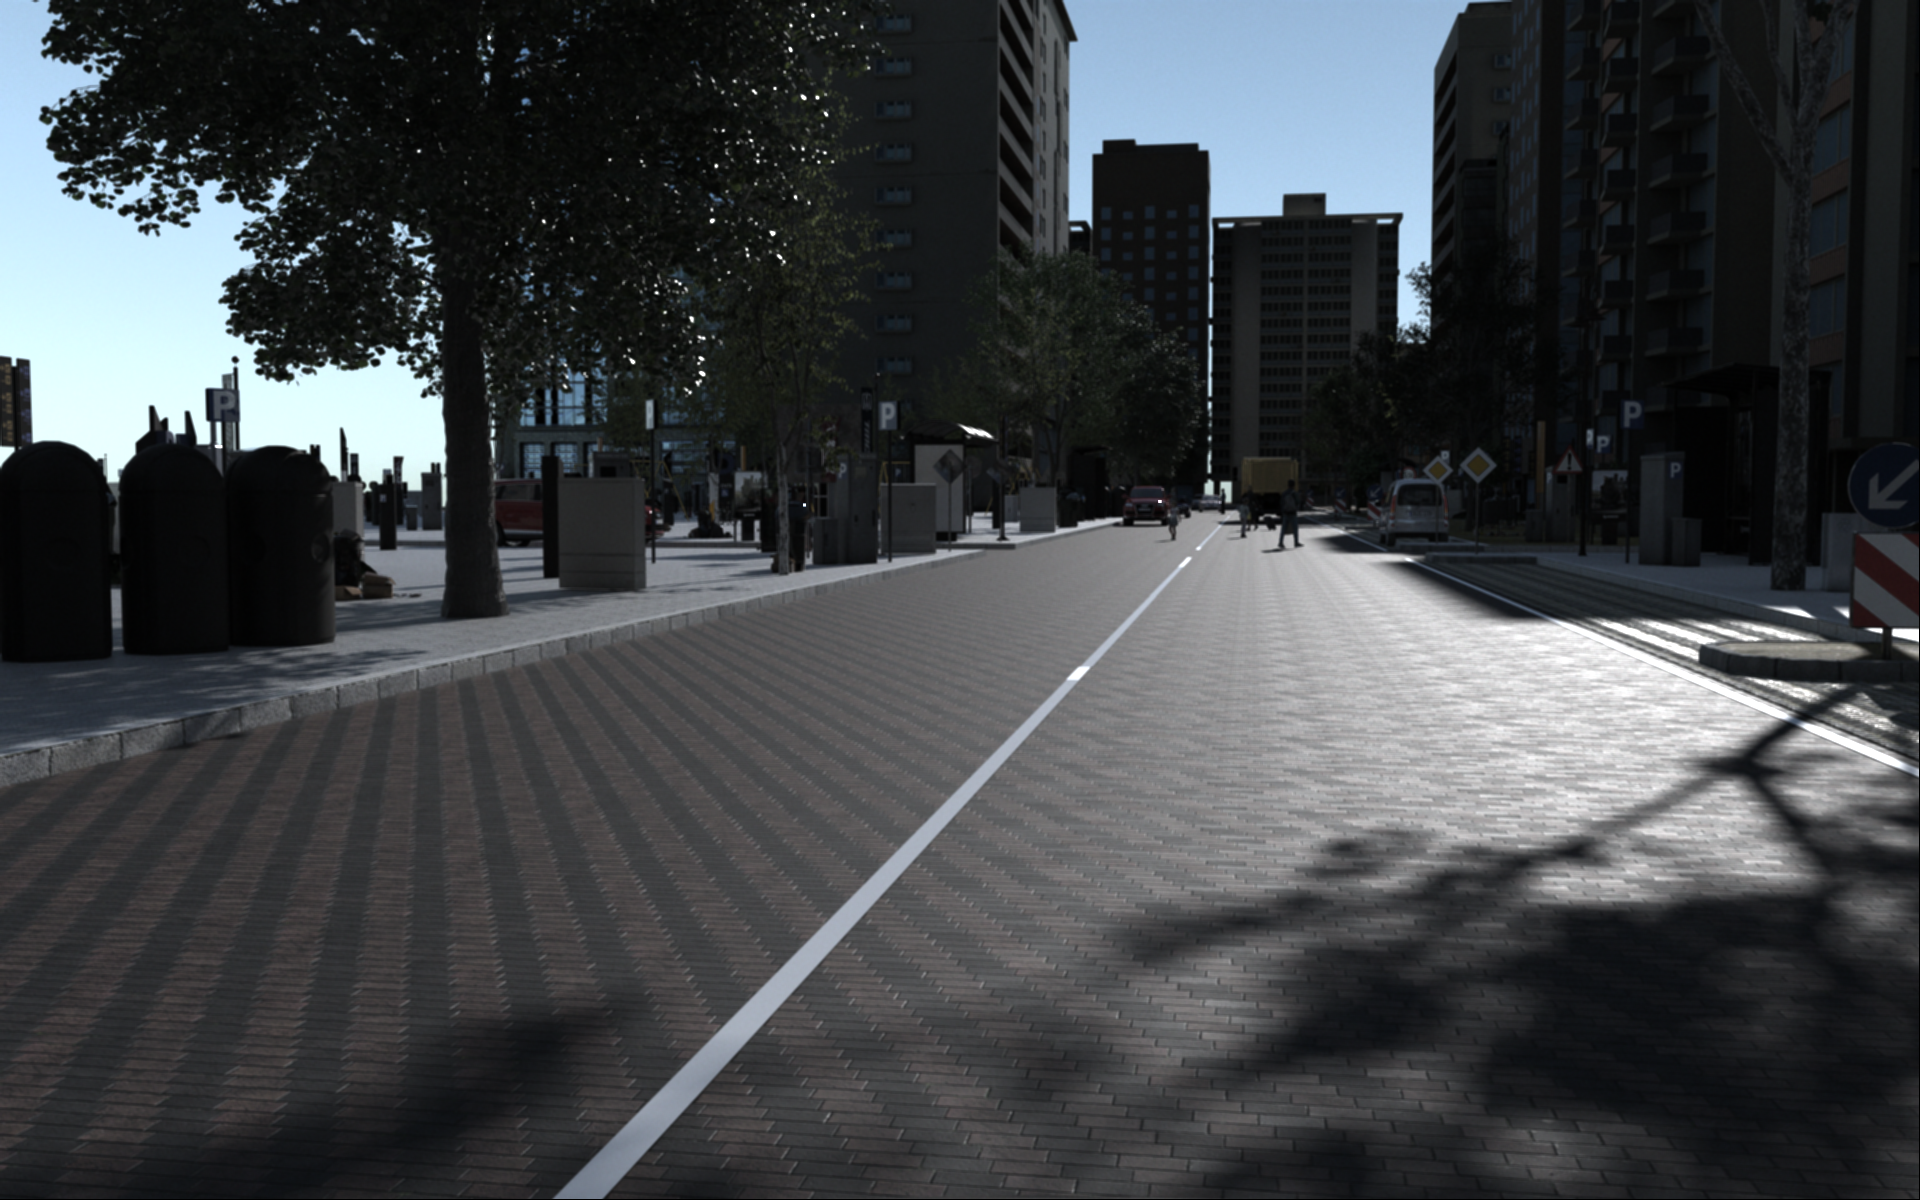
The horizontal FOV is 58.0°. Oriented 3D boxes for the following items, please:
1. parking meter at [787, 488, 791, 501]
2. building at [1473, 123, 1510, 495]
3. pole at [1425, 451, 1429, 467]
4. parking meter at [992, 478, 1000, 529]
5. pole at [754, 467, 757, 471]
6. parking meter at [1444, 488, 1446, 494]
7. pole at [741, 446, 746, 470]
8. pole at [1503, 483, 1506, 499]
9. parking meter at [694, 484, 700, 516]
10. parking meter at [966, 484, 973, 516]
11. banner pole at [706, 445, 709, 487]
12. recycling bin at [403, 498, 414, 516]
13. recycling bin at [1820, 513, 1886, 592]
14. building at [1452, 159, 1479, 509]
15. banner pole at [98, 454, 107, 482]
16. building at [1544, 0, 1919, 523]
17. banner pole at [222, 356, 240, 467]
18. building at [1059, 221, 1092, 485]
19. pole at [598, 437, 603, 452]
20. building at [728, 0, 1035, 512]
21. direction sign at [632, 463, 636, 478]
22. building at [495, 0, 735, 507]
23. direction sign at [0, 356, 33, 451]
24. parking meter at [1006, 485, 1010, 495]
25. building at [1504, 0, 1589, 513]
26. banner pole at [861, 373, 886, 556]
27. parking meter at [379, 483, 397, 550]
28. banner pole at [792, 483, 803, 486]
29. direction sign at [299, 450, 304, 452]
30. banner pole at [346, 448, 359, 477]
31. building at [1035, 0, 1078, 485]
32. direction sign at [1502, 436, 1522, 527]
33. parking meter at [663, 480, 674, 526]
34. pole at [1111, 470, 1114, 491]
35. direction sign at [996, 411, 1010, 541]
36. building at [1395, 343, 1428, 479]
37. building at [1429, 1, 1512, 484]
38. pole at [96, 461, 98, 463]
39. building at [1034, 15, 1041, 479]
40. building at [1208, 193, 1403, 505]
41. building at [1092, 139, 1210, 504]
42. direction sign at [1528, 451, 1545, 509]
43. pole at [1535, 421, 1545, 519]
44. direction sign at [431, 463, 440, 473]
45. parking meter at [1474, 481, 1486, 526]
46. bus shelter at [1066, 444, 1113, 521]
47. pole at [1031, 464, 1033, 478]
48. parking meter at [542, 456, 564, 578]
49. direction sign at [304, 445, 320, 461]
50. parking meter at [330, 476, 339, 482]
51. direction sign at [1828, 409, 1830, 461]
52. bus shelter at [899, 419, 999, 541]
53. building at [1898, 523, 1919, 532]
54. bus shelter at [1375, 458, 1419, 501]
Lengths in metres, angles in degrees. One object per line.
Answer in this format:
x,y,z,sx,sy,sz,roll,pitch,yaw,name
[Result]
-6.788,-3.748,69.693,0.372,1.533,0.369,0,3,0,parking meter
49.208,-22.336,136.898,14.160,30.474,14.107,1,4,9,building
21.927,-5.352,81.344,0.158,3.312,0.155,0,3,0,pole
1.376,-3.573,64.131,0.255,1.863,0.399,1,4,23,parking meter
-14.597,-7.953,123.866,0.158,3.312,0.155,0,3,0,pole
18.306,-3.523,66.012,0.372,1.533,0.369,0,3,0,parking meter
-9.138,-4.851,73.153,0.158,3.312,0.155,0,3,0,pole
34.835,-7.150,110.746,0.158,3.312,0.155,0,3,0,pole
-15.701,-5.976,103.413,0.255,1.863,0.399,-1,4,-16,parking meter
0.567,-5.816,100.802,0.399,1.863,0.255,3,5,43,parking meter
-11.181,-5.342,77.358,0.401,3.779,0.863,1,4,15,banner pole
-33.181,-5.576,103.723,0.722,1.027,0.722,2,4,34,recycling bin
11.817,-0.631,22.870,0.722,1.027,0.722,1,4,18,recycling bin
50.158,-23.200,151.016,14.160,30.474,14.107,1,4,9,building
-53.307,-7.203,107.786,0.401,3.779,0.863,1,4,19,banner pole
47.369,-27.223,99.715,22.147,44.769,28.867,1,4,9,building
-13.309,-2.549,31.698,0.401,3.779,0.863,-3,5,-44,banner pole
6.529,-33.091,232.925,23.993,40.220,32.217,1,4,9,building
-12.965,-4.199,62.495,0.158,3.312,0.155,0,3,0,pole
-6.106,-31.215,134.074,21.300,48.544,21.600,1,4,9,building
-23.644,-8.177,125.687,0.379,3.537,0.876,-2,4,-26,direction sign
-32.860,-53.106,180.952,31.000,86.520,22.319,1,4,9,building
-15.697,-2.254,28.843,0.379,3.537,0.876,0,4,2,direction sign
3.144,-6.618,113.915,0.255,1.863,0.399,0,4,-3,parking meter
46.955,-28.892,122.497,14.600,45.320,14.200,1,4,9,building
-1.841,-2.803,35.838,0.401,3.779,0.863,2,4,27,banner pole
-13.162,-1.922,39.833,0.372,1.533,0.369,0,3,0,parking meter
-8.907,-6.365,94.088,0.863,3.779,0.401,1,4,21,banner pole
-33.567,-5.952,89.312,0.876,3.537,0.379,-2,4,-23,direction sign
-32.996,-6.358,93.972,0.863,3.779,0.401,-3,5,-44,banner pole
-3.324,-35.823,174.944,27.495,52.752,28.713,1,4,9,building
21.479,-4.615,67.446,0.379,3.537,0.876,-2,4,-35,direction sign
-11.782,-3.936,70.063,0.399,1.863,0.255,2,4,25,parking meter
10.655,-7.771,120.892,0.158,3.312,0.155,0,3,0,pole
1.196,-3.417,47.868,0.379,3.537,0.876,1,4,17,direction sign
70.536,-22.986,220.868,28.899,21.520,27.650,1,4,9,building
57.629,-33.262,167.536,21.300,48.544,21.600,1,4,9,building
-53.231,-6.907,106.774,0.158,3.312,0.155,0,3,0,pole
-0.714,-30.661,151.418,14.600,45.320,14.200,1,4,9,building
44.812,-32.716,226.793,23.993,40.220,32.217,1,4,9,building
24.555,-34.935,221.301,14.200,45.320,14.600,1,4,9,building
30.066,-6.018,90.398,0.379,3.537,0.876,-3,5,-44,direction sign
16.238,-3.341,48.471,0.158,3.312,0.155,0,3,0,pole
-37.939,-8.160,125.420,0.379,3.537,0.876,2,4,27,direction sign
20.793,-3.885,69.231,0.399,1.863,0.255,3,5,44,parking meter
6.405,-5.740,85.136,1.731,3.624,6.357,1,4,10,bus shelter
4.797,-7.444,115.553,0.158,3.312,0.155,0,3,0,pole
-6.240,-1.278,26.599,0.255,1.863,0.399,0,4,2,parking meter
-29.606,-5.359,79.611,0.379,3.537,0.876,0,4,7,direction sign
-20.079,-3.048,55.549,0.255,1.863,0.399,0,4,-3,parking meter
23.189,-3.326,46.379,0.379,3.537,0.876,1,4,22,direction sign
-0.195,-3.403,49.561,2.014,3.302,5.546,1,4,10,bus shelter
43.012,-24.758,59.422,28.867,44.769,22.147,1,4,9,building
24.939,-6.423,98.946,2.014,3.302,5.546,1,4,10,bus shelter
